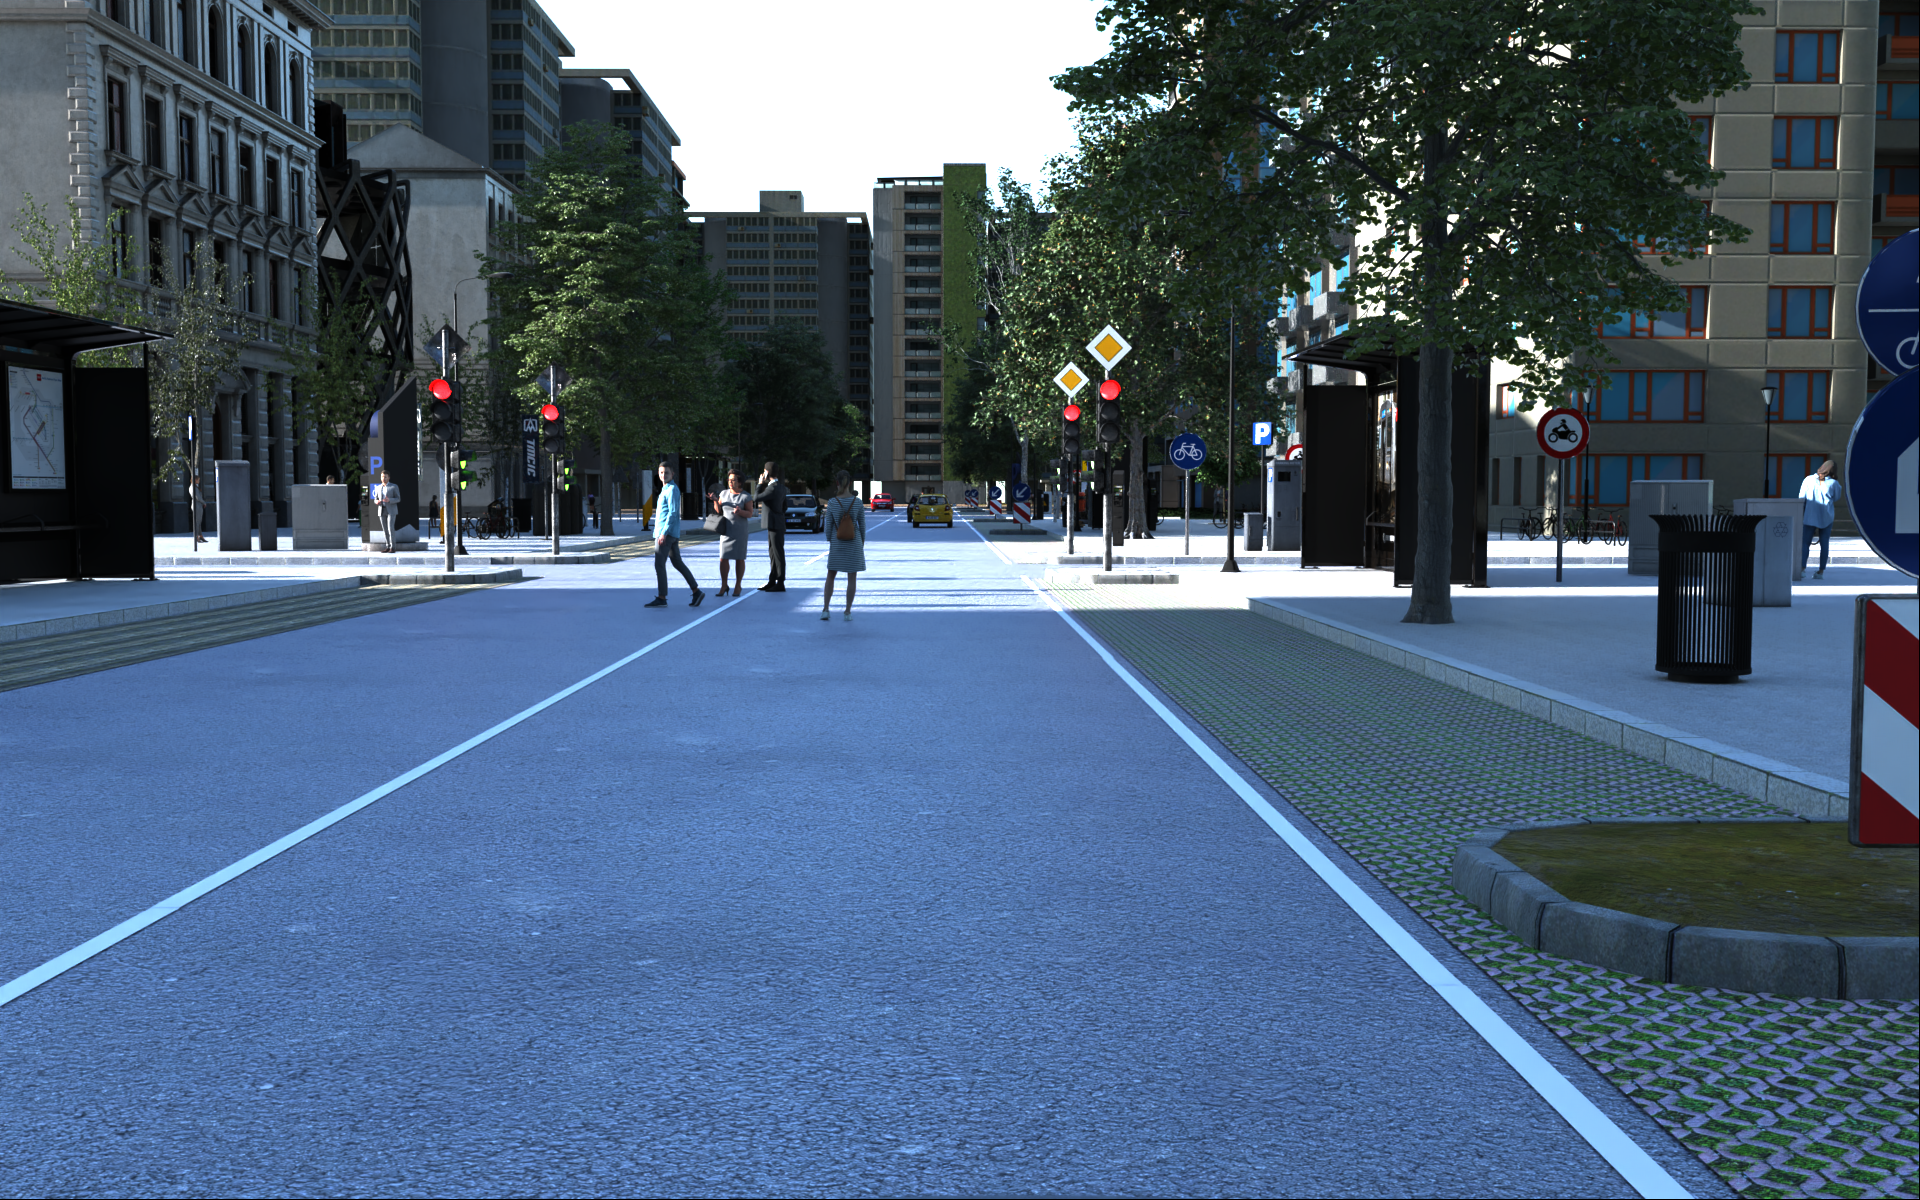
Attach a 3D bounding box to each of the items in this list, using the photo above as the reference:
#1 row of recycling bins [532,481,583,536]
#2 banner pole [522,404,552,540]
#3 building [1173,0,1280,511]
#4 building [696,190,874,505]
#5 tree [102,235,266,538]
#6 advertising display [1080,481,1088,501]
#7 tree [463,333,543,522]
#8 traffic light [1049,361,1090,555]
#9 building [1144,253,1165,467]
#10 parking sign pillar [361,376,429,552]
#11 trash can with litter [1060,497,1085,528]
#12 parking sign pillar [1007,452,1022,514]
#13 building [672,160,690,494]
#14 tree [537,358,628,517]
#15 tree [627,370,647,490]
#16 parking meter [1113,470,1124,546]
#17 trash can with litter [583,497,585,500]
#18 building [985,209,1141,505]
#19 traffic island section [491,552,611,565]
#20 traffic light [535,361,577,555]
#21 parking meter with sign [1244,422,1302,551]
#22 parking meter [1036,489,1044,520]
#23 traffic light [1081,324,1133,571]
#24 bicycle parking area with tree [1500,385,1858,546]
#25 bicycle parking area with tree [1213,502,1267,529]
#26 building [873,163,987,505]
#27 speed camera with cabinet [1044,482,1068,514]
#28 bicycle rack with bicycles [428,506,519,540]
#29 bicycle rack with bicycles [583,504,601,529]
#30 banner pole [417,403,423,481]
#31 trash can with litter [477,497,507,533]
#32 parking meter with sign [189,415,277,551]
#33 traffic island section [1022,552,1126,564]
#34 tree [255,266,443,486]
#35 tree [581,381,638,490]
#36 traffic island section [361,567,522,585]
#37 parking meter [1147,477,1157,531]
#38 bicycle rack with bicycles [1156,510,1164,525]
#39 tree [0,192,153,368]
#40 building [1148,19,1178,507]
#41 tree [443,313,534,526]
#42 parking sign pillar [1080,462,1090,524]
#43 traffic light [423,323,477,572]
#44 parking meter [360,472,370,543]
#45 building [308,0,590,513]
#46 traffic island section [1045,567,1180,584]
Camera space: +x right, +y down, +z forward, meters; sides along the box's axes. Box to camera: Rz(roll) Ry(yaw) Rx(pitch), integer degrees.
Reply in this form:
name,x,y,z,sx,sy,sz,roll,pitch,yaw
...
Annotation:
name,x,y,z,sx,sy,sz,roll,pitch,yaw
row of recycling bins,-12.684,-2.920,54.849,1.069,1.692,3.534,0,4,2
banner pole,-11.727,-3.549,48.037,0.863,3.779,0.401,-1,4,-8
building,24.253,-29.475,132.026,14.600,45.320,14.200,0,4,-1
building,-23.153,-32.563,224.289,23.993,40.220,32.217,0,4,-1
tree,-21.720,-6.001,48.473,4.360,8.622,3.978,0,3,0
advertising display,6.357,-4.912,85.525,0.974,1.923,0.123,-2,4,-24
tree,-20.895,-7.900,79.526,4.360,8.622,3.978,0,3,0
traffic light,2.326,-2.922,36.695,0.839,4.253,0.868,0,4,-1
building,24.394,-24.189,167.183,14.160,30.474,14.107,0,4,-1
parking sign pillar,-12.806,-3.100,39.152,1.447,3.967,1.447,1,4,16
trash can with litter,4.361,-3.362,66.356,0.624,1.170,1.055,-3,5,-45
parking sign pillar,3.689,-7.403,109.512,1.447,3.967,1.447,-1,4,-16
building,-49.523,-34.547,219.467,28.867,44.769,22.147,0,4,-1
tree,-20.255,-8.474,88.918,4.737,8.622,4.395,0,3,0
tree,-18.934,-8.916,96.136,4.737,8.622,4.395,0,3,0
parking meter,3.891,-2.252,42.530,0.255,1.863,0.399,1,4,10
trash can with litter,-15.618,-3.580,69.918,1.055,1.170,0.624,-2,4,-30
building,15.120,-32.592,224.752,23.993,40.220,32.217,0,4,-1
traffic island section,-8.574,-0.880,36.669,2.009,0.180,2.903,0,4,-1
traffic light,-8.534,-2.912,36.535,0.839,4.253,0.868,0,4,-1
parking meter with sign,7.299,-2.614,39.005,1.738,3.016,0.543,0,4,-5
parking meter,4.003,-4.791,86.749,0.372,1.533,0.369,0,3,0
traffic light,2.432,-2.434,28.711,0.839,4.253,0.868,0,4,-1
bicycle parking area with tree,19.139,-3.626,46.294,8.231,4.147,9.016,0,4,5
bicycle parking area with tree,13.632,-4.818,65.774,9.016,4.147,8.231,2,4,31
building,-3.813,-32.601,216.627,14.086,41.232,14.154,0,4,-1
speed camera with cabinet,5.967,-7.194,111.952,2.038,3.252,0.660,0,4,-3
bicycle rack with bicycles,-13.782,-2.232,49.880,2.852,0.926,2.925,2,4,23
bicycle rack with bicycles,-14.018,-3.063,63.463,2.852,0.926,2.925,-2,4,-25
banner pole,-13.287,-3.185,42.091,0.863,3.779,0.401,3,5,39
trash can with litter,-15.368,-2.767,56.630,1.055,1.170,0.624,1,4,16
parking meter with sign,-16.364,-2.615,39.024,1.738,3.016,0.543,-2,4,-30
traffic island section,2.366,-0.889,36.810,2.009,0.180,2.903,0,4,-1
tree,-19.932,-6.414,55.231,4.737,8.622,4.395,0,3,0
tree,-22.152,-9.702,108.985,4.360,8.622,3.978,0,3,0
traffic island section,-8.468,-0.392,28.685,2.009,0.180,2.903,0,4,-1
parking meter,6.684,-3.359,60.635,0.255,1.863,0.399,-2,4,-24
bicycle rack with bicycles,6.629,-3.494,70.508,2.925,0.926,2.852,1,4,19
tree,-21.471,-5.601,41.947,4.737,8.622,4.395,0,3,0
building,27.120,-43.449,148.648,20.563,71.187,20.611,0,4,-1
tree,-20.621,-7.307,69.826,4.737,8.622,4.395,0,3,0
parking sign pillar,5.722,-5.233,74.036,1.447,3.967,1.447,0,4,1
traffic light,-8.428,-2.424,28.551,0.839,4.253,0.868,0,4,-1
parking meter,-15.571,-2.440,45.603,0.255,1.863,0.399,1,4,15
building,-41.929,-26.375,123.113,32.217,40.220,23.993,0,4,-1
traffic island section,2.473,-0.400,28.825,2.009,0.180,2.903,0,4,-1
